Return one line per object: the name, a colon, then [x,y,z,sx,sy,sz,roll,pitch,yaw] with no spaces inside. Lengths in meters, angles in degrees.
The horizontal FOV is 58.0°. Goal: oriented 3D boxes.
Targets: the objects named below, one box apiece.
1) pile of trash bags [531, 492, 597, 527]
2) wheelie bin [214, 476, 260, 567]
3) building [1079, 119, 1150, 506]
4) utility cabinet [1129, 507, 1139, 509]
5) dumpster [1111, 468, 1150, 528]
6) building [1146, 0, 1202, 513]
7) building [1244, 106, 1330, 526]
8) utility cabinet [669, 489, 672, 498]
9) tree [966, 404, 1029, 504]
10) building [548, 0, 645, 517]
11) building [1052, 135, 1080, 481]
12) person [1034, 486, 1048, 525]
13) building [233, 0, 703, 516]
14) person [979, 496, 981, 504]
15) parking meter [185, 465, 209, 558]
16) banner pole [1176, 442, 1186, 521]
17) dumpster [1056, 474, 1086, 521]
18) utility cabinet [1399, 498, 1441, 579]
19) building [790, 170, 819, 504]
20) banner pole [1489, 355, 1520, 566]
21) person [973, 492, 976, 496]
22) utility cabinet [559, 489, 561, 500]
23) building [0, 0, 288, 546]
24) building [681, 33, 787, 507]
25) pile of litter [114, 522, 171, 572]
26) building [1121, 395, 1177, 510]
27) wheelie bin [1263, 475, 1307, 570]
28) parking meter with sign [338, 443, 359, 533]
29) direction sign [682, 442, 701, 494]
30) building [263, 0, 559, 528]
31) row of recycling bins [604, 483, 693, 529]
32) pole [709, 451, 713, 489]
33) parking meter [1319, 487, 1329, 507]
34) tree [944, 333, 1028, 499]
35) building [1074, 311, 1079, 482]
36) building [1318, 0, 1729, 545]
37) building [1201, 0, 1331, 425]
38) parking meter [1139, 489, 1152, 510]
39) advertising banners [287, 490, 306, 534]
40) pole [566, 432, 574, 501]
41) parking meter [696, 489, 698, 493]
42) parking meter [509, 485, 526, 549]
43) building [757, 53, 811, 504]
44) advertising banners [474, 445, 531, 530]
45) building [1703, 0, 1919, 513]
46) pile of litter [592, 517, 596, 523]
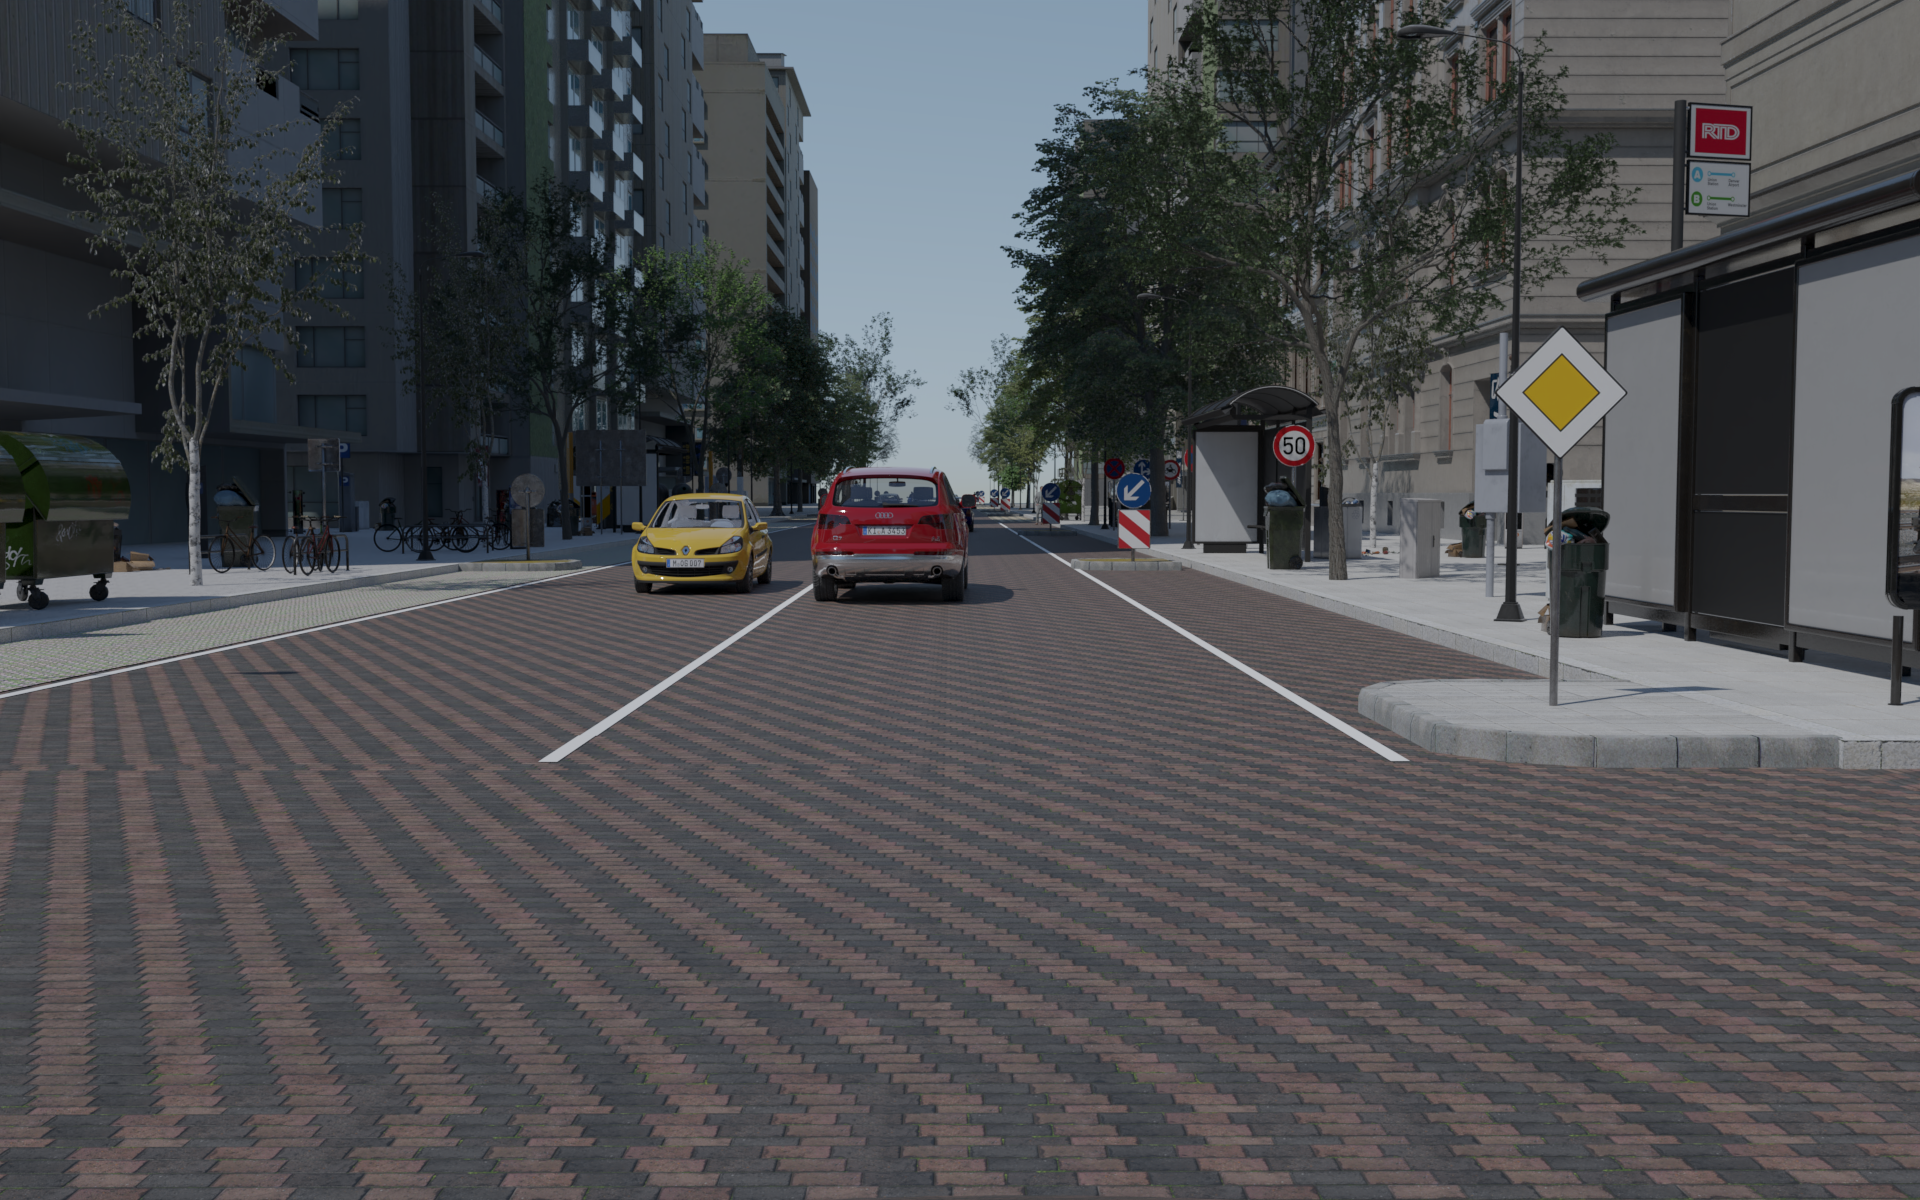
pile of trash bags: [-15.659,-3.545,67.713,3.447,1.369,1.912,0,4,8]
wheelie bin: [-12.741,-1.383,30.525,0.693,1.594,0.980,-1,4,-16]
building: [20.125,-31.104,192.152,14.154,41.232,14.086,0,4,0]
utility cabinet: [6.152,-2.862,57.962,1.020,1.237,0.306,-2,4,-28]
dumpster: [6.501,-3.816,64.884,1.502,2.255,1.985,0,4,0]
building: [27.255,-32.150,114.886,28.713,52.752,27.495,0,4,0]
building: [18.803,-12.908,75.673,10.561,19.102,19.286,0,4,0]
utility cabinet: [-12.875,-4.356,79.898,1.173,1.500,0.318,2,4,30]
tree: [5.176,-19.510,229.361,12.009,13.543,11.850,0,3,0]
building: [-30.996,-29.414,100.521,23.786,49.044,30.456,0,4,0]
building: [24.510,-37.302,229.491,23.786,49.044,30.456,0,4,0]
person: [3.775,-4.421,80.885,0.635,1.810,0.391,-1,4,-13]
building: [-34.066,-33.066,129.860,28.713,52.752,27.495,0,4,0]
person: [2.603,-13.490,232.277,0.599,1.433,0.991,1,4,20]
parking meter: [-15.211,-1.762,34.513,0.399,1.863,0.255,-1,4,-23]
banner pole: [10.580,-5.685,82.960,0.401,3.779,0.863,-2,4,-28]
dumpster: [5.291,-4.979,83.900,1.502,2.255,1.985,0,4,0]
utility cabinet: [7.081,-0.945,26.616,0.306,1.237,1.020,2,4,35]
building: [-26.487,-35.671,233.324,14.600,45.320,14.200,0,4,0]
banner pole: [9.803,-2.524,31.289,0.401,3.779,0.863,-1,4,-20]
person: [1.951,-13.495,229.958,1.217,1.723,0.721,1,4,17]
utility cabinet: [-19.292,-4.559,83.215,1.173,1.500,0.318,0,4,3]
building: [-31.173,-27.363,36.625,28.713,52.752,27.495,0,4,0]
building: [-30.473,-34.458,187.091,21.300,48.544,21.600,0,4,0]
pile of litter: [-13.989,-0.909,28.829,1.719,0.858,1.176,-3,5,-43]
building: [29.538,-27.499,141.483,32.217,40.220,23.993,0,4,0]
wheelie bin: [5.525,-1.324,29.563,0.693,1.594,0.980,0,4,3]
parking meter with sign: [-20.665,-3.801,58.413,0.543,3.016,1.738,-1,4,-9]
direction sign: [-11.644,-5.103,75.438,0.876,3.537,0.379,-1,4,-9]
building: [-25.034,-23.624,69.853,14.154,41.232,14.086,0,4,0]
row of recycling bins: [-11.704,-3.512,64.528,3.534,1.692,1.069,0,4,0]
pole: [-11.833,-5.413,82.339,0.158,3.312,0.155,0,3,0]
parking meter: [12.408,-3.088,58.899,0.372,1.533,0.369,0,3,0]
tree: [4.330,-21.440,206.436,12.611,20.169,13.585,0,3,0]
building: [20.619,-26.645,207.347,14.160,30.474,14.107,0,4,0]
building: [20.067,-16.307,54.012,14.401,28.519,23.554,0,4,0]
building: [19.974,-25.129,94.447,14.154,41.232,14.086,0,4,0]
parking meter: [5.394,-2.573,50.484,0.372,1.533,0.369,0,3,0]
advertising banners: [-21.440,-3.585,54.806,0.090,3.025,2.074,1,4,17]
pole: [-12.882,-3.876,57.223,0.158,3.312,0.155,0,3,0]
parking meter: [-12.259,-4.477,81.618,0.372,1.533,0.369,0,3,0]
parking meter: [-10.302,-1.952,40.327,0.372,1.533,0.369,0,3,0]
building: [-33.389,-38.105,212.250,28.713,52.752,27.495,0,4,0]
advertising banners: [-16.377,-4.036,62.176,2.074,3.025,0.090,0,4,-5]
building: [28.741,-11.754,25.469,30.059,22.955,16.112,0,4,0]
pile of litter: [-15.713,-3.783,75.825,1.719,0.858,1.176,1,4,22]
